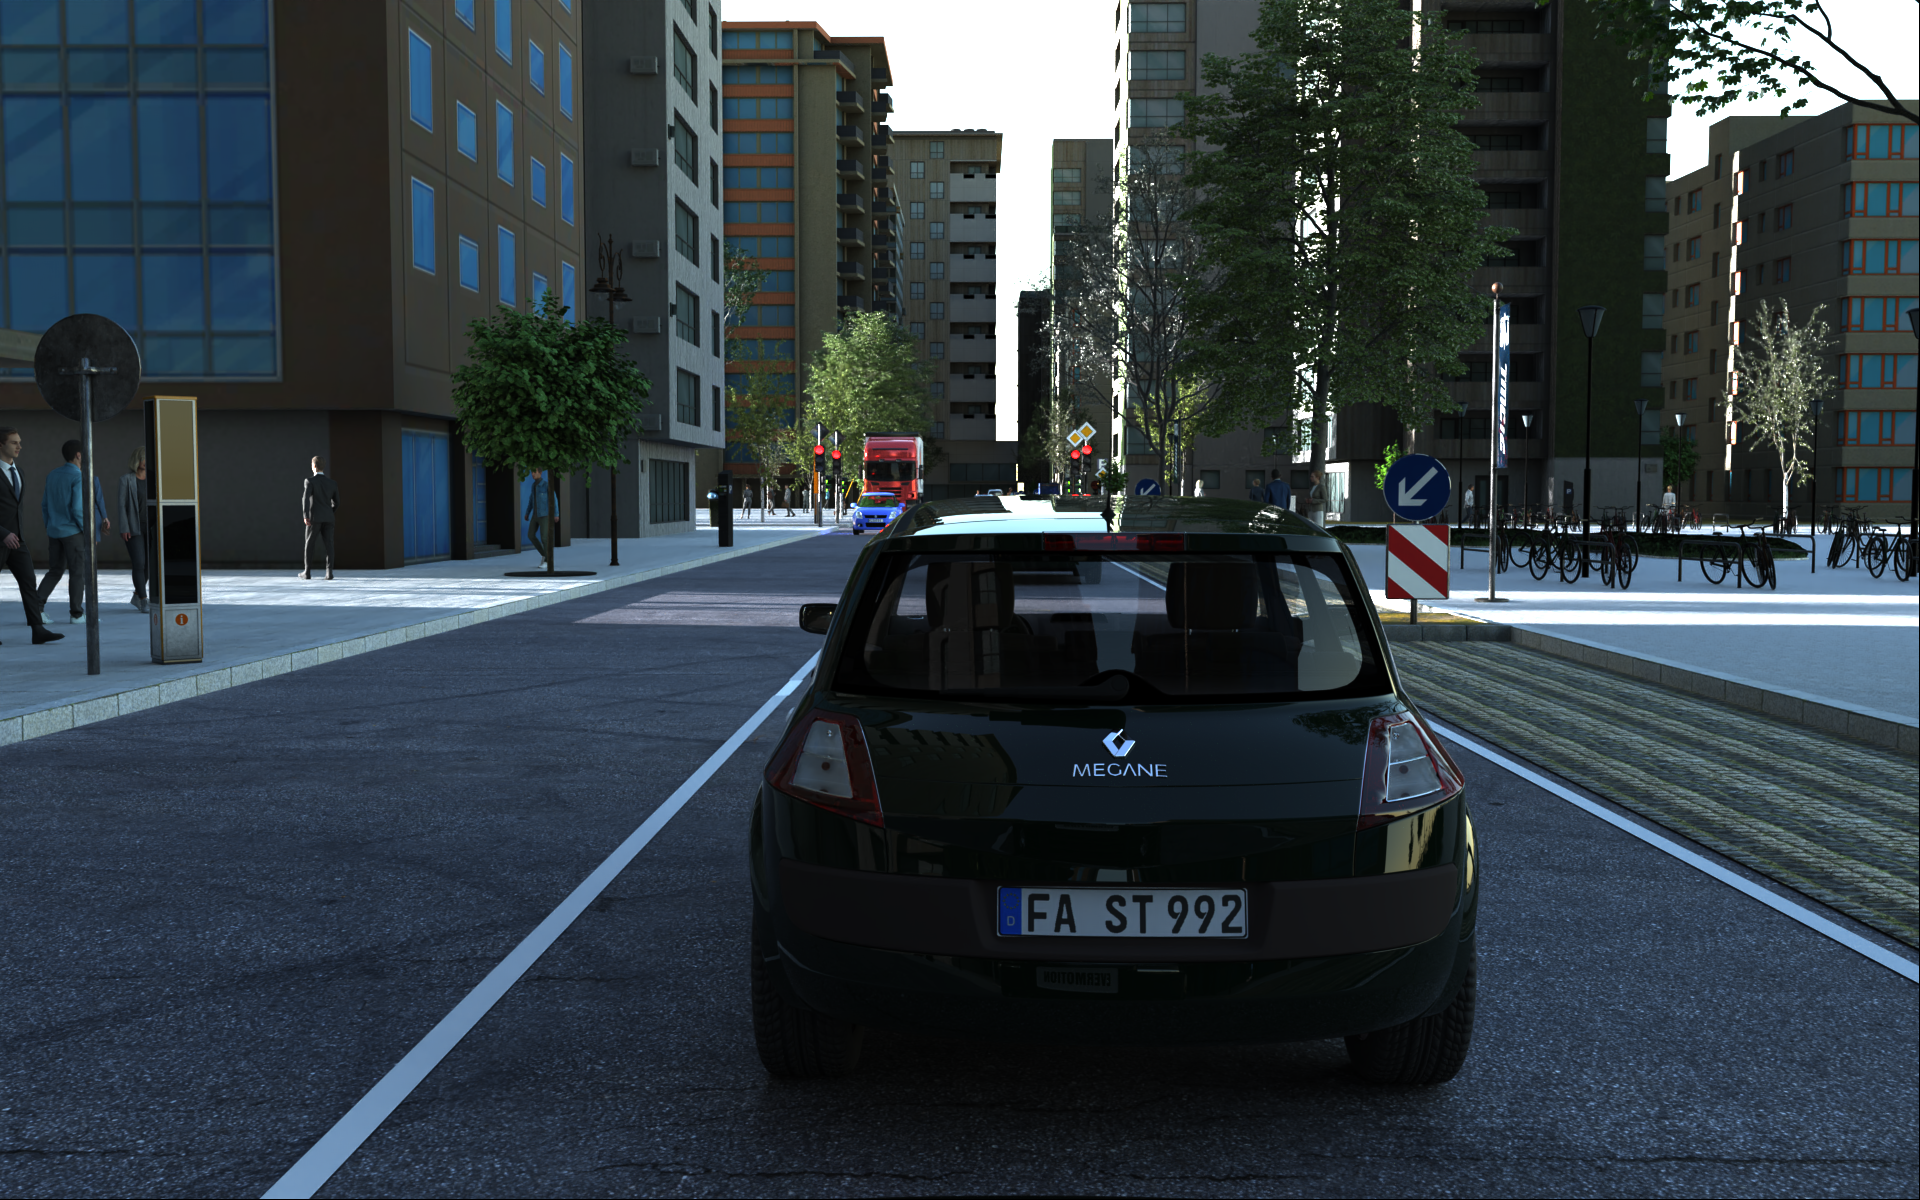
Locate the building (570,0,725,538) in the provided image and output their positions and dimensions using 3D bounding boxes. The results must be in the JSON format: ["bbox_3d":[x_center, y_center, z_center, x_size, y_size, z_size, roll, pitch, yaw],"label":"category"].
[{"bbox_3d":[-15.179,-17.397,56.140,14.107,30.474,14.160,0,4,1],"label":"building"}]

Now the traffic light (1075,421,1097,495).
[{"bbox_3d":[4.867,-4.771,66.922,0.839,4.253,0.868,0,4,1],"label":"traffic light"}]

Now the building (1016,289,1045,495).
[{"bbox_3d":[15.104,-28.817,242.862,14.107,30.474,14.160,0,4,1],"label":"building"}]

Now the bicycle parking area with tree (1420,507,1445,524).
[{"bbox_3d":[18.147,-4.053,53.273,8.231,4.147,9.016,2,4,31],"label":"bicycle parking area with tree"}]

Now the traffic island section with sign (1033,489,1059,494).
[{"bbox_3d":[5.270,-5.582,99.901,1.989,1.847,2.006,0,4,1],"label":"traffic island section with sign"}]

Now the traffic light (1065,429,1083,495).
[{"bbox_3d":[4.955,-5.259,74.906,0.839,4.253,0.868,0,4,1],"label":"traffic light"}]

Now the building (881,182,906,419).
[{"bbox_3d":[-18.679,-31.559,207.869,23.993,40.220,32.217,0,4,1],"label":"building"}]

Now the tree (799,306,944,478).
[{"bbox_3d":[-6.131,-12.940,118.217,9.857,13.997,8.962,0,3,0],"label":"tree"}]

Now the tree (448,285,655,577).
[{"bbox_3d":[-6.477,-2.664,27.276,4.285,4.588,4.351,0,3,0],"label":"tree"}]

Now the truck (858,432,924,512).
[{"bbox_3d":[-3.048,-5.605,80.562,2.839,4.237,11.283,0,3,0],"label":"truck"}]

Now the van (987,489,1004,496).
[{"bbox_3d":[3.223,-9.167,156.885,2.013,2.044,4.112,0,4,2],"label":"van"}]

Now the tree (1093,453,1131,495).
[{"bbox_3d":[7.259,-5.283,80.986,1.663,3.219,1.824,0,3,0],"label":"tree"}]

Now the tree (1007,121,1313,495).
[{"bbox_3d":[6.730,-9.042,58.209,12.009,13.543,11.850,0,3,0],"label":"tree"}]

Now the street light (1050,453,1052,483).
[{"bbox_3d":[7.915,-10.806,149.466,0.468,5.910,1.993,0,4,1],"label":"street light"}]

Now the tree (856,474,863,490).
[{"bbox_3d":[-6.342,-8.829,128.064,4.285,4.588,4.351,0,3,0],"label":"tree"}]

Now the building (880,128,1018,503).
[{"bbox_3d":[-5.622,-40.360,249.130,27.495,52.752,28.713,0,4,1],"label":"building"}]

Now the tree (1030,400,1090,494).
[{"bbox_3d":[7.907,-11.181,133.178,4.360,8.622,3.978,0,3,0],"label":"tree"}]

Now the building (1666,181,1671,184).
[{"bbox_3d":[70.099,-31.511,207.093,23.993,40.220,32.217,0,4,1],"label":"building"}]

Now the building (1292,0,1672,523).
[{"bbox_3d":[24.046,-18.993,82.238,14.107,30.474,14.160,0,4,1],"label":"building"}]

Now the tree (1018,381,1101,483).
[{"bbox_3d":[8.147,-12.728,142.517,7.601,10.594,8.767,1,4,9],"label":"tree"}]

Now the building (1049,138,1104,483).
[{"bbox_3d":[17.559,-31.710,202.055,14.154,41.232,14.086,0,4,1],"label":"building"}]

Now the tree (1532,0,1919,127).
[{"bbox_3d":[6.850,-5.165,10.204,9.928,11.665,9.643,0,3,0],"label":"tree"}]

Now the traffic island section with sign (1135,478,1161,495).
[{"bbox_3d":[4.659,-2.204,44.661,1.989,1.847,2.006,0,4,1],"label":"traffic island section with sign"}]

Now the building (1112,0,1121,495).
[{"bbox_3d":[22.688,-30.760,126.632,21.300,48.544,21.600,0,4,1],"label":"building"}]

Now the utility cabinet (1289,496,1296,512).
[{"bbox_3d":[12.611,-3.446,67.510,1.020,1.237,0.306,-2,4,-33],"label":"utility cabinet"}]

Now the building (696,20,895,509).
[{"bbox_3d":[-17.614,-31.172,164.282,22.147,44.769,28.867,0,4,1],"label":"building"}]

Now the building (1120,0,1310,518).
[{"bbox_3d":[16.153,-25.494,100.414,14.154,41.232,14.086,0,4,1],"label":"building"}]

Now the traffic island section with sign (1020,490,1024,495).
[{"bbox_3d":[5.568,-7.234,126.897,1.989,1.847,2.006,0,4,1],"label":"traffic island section with sign"}]

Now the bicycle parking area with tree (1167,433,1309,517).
[{"bbox_3d":[12.512,-5.819,82.145,8.231,4.147,9.016,0,4,4],"label":"bicycle parking area with tree"}]

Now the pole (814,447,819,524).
[{"bbox_3d":[-6.189,-4.939,74.591,0.158,3.312,0.155,0,3,0],"label":"pole"}]

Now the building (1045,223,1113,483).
[{"bbox_3d":[16.873,-25.460,187.975,14.160,30.474,14.107,0,4,1],"label":"building"}]

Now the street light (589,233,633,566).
[{"bbox_3d":[-6.204,-3.556,30.925,0.468,5.910,1.993,0,4,1],"label":"street light"}]

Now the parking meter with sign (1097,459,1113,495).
[{"bbox_3d":[7.134,-5.378,84.196,0.543,3.016,1.738,-1,4,-10],"label":"parking meter with sign"}]

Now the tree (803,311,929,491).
[{"bbox_3d":[-5.775,-11.557,107.079,7.486,12.596,7.792,0,3,0],"label":"tree"}]

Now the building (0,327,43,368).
[{"bbox_3d":[-24.069,-25.479,5.824,28.713,52.752,27.495,0,4,1],"label":"building"}]

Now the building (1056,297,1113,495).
[{"bbox_3d":[23.672,-19.651,166.333,27.650,21.520,28.899,0,4,1],"label":"building"}]

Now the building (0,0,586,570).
[{"bbox_3d":[-16.236,-23.526,34.760,14.600,45.320,14.200,0,4,1],"label":"building"}]

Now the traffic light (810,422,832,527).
[{"bbox_3d":[-5.394,-4.777,67.019,0.839,4.253,0.868,0,4,1],"label":"traffic light"}]

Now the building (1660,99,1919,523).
[{"bbox_3d":[53.631,-14.970,89.802,28.899,21.520,27.650,0,4,1],"label":"building"}]

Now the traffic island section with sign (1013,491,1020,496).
[{"bbox_3d":[6.413,-11.932,203.722,1.989,1.847,2.006,0,4,1],"label":"traffic island section with sign"}]

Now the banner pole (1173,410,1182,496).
[{"bbox_3d":[6.450,-3.754,51.393,0.401,3.779,0.863,1,4,23],"label":"banner pole"}]

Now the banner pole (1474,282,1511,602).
[{"bbox_3d":[6.339,-1.856,20.361,0.401,3.779,0.863,0,4,4],"label":"banner pole"}]

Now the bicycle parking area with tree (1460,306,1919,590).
[{"bbox_3d":[12.246,-2.435,26.820,8.231,4.147,9.016,1,4,11],"label":"bicycle parking area with tree"}]

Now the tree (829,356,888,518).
[{"bbox_3d":[-6.123,-8.620,91.293,4.737,8.622,4.395,0,3,0],"label":"tree"}]

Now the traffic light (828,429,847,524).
[{"bbox_3d":[-5.306,-5.265,75.003,0.839,4.253,0.868,0,4,1],"label":"traffic light"}]

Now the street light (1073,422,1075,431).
[{"bbox_3d":[7.348,-8.473,111.328,0.468,5.910,1.993,0,4,1],"label":"street light"}]

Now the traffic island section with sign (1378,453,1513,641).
[{"bbox_3d":[4.369,-0.555,17.708,1.989,1.847,2.006,0,4,1],"label":"traffic island section with sign"}]

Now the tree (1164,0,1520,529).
[{"bbox_3d":[7.898,-7.219,36.157,7.486,12.596,7.792,0,3,0],"label":"tree"}]
